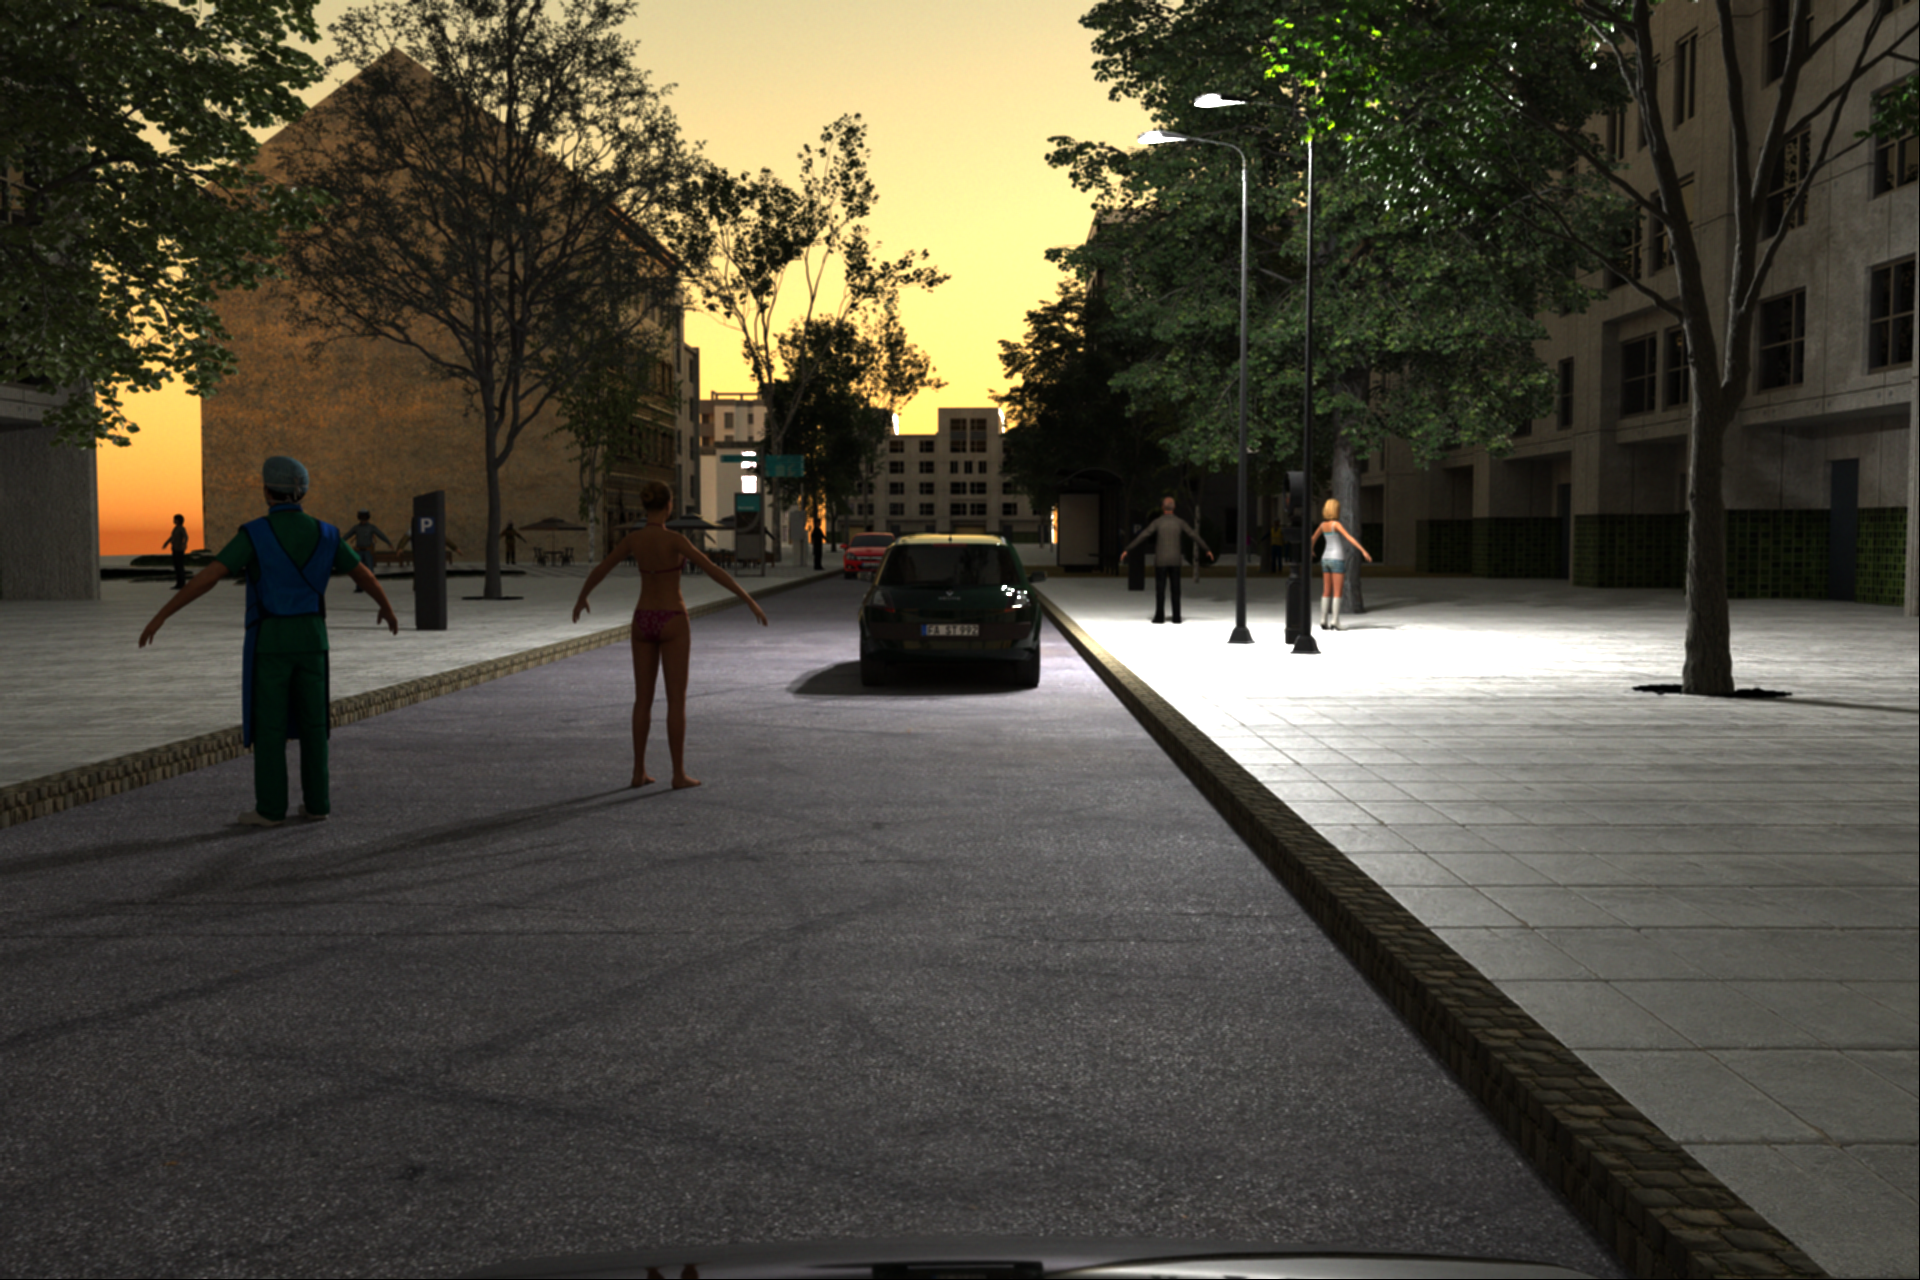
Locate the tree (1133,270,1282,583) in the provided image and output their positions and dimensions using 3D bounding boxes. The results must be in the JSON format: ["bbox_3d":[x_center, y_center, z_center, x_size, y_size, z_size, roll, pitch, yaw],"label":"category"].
[{"bbox_3d":[6.322,-5.818,45.493,4.737,8.622,4.395,0,3,0],"label":"tree"}]

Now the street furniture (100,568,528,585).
[{"bbox_3d":[-28.162,-2.954,53.326,27.439,1.986,14.083,1,4,21],"label":"street furniture"}]

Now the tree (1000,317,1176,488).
[{"bbox_3d":[7.267,-11.270,94.636,12.009,13.543,11.850,0,3,0],"label":"tree"}]

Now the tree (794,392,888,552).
[{"bbox_3d":[-8.907,-12.059,122.918,9.928,11.665,9.643,0,3,0],"label":"tree"}]

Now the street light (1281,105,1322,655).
[{"bbox_3d":[4.249,-2.804,18.391,1.470,5.913,1.316,0,4,0],"label":"street light"}]

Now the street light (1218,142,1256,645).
[{"bbox_3d":[3.830,-2.909,20.095,1.470,5.913,1.316,0,4,0],"label":"street light"}]

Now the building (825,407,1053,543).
[{"bbox_3d":[-2.491,-23.220,248.556,31.486,18.905,16.747,0,4,4],"label":"building"}]

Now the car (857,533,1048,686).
[{"bbox_3d":[-0.083,-0.486,17.735,2.009,1.686,4.222,0,4,0],"label":"car"}]

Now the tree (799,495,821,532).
[{"bbox_3d":[-21.411,-18.082,245.997,4.737,8.622,4.395,0,3,0],"label":"tree"}]

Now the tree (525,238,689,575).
[{"bbox_3d":[-9.239,-5.742,44.245,4.737,8.622,4.395,0,3,0],"label":"tree"}]

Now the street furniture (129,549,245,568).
[{"bbox_3d":[-29.951,-3.356,70.494,5.734,0.657,10.072,0,4,-5],"label":"street furniture"}]

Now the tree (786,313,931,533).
[{"bbox_3d":[-9.374,-17.975,149.776,12.611,20.169,13.585,0,3,0],"label":"tree"}]

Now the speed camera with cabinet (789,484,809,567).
[{"bbox_3d":[-6.371,-4.541,68.580,0.660,3.252,2.038,0,3,0],"label":"speed camera with cabinet"}]

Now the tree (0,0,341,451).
[{"bbox_3d":[-9.555,-5.915,14.833,7.486,12.596,7.792,0,3,0],"label":"tree"}]

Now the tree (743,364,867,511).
[{"bbox_3d":[-8.179,-9.716,93.263,7.601,10.594,8.767,-3,5,-43],"label":"tree"}]

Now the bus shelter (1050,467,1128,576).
[{"bbox_3d":[4.061,-3.755,55.324,2.014,3.302,5.546,0,4,-1],"label":"bus shelter"}]

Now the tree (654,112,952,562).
[{"bbox_3d":[-7.147,-13.561,77.617,12.611,20.169,13.585,0,3,0],"label":"tree"}]

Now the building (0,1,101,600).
[{"bbox_3d":[-25.328,-9.257,17.809,16.747,18.905,31.486,0,4,0],"label":"building"}]

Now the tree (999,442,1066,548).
[{"bbox_3d":[7.621,-14.168,157.404,9.928,11.665,9.643,0,3,0],"label":"tree"}]

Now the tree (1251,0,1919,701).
[{"bbox_3d":[6.069,-5.379,13.702,9.928,11.665,9.643,0,3,0],"label":"tree"}]

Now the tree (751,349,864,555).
[{"bbox_3d":[-9.195,-11.503,106.195,7.486,12.596,7.792,0,3,0],"label":"tree"}]

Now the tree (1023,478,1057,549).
[{"bbox_3d":[7.263,-12.096,148.128,4.737,8.622,4.395,0,3,0],"label":"tree"}]

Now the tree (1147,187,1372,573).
[{"bbox_3d":[10.056,-8.536,57.683,7.486,12.596,7.792,0,3,0],"label":"tree"}]

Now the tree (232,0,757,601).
[{"bbox_3d":[-9.026,-7.537,33.598,12.009,13.543,11.850,0,3,0],"label":"tree"}]

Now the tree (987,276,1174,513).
[{"bbox_3d":[6.444,-10.812,83.438,9.857,13.997,8.962,0,3,0],"label":"tree"}]

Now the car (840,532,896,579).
[{"bbox_3d":[-2.803,-2.903,56.497,2.155,1.783,4.494,0,3,0],"label":"car"}]

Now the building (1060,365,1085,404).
[{"bbox_3d":[26.126,-22.614,213.716,27.936,21.610,32.646,0,4,0],"label":"building"}]

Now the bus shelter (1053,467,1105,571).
[{"bbox_3d":[4.383,-4.441,63.899,1.731,3.624,6.357,0,4,1],"label":"bus shelter"}]

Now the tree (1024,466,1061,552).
[{"bbox_3d":[6.508,-10.546,122.784,4.360,8.622,3.978,0,3,0],"label":"tree"}]

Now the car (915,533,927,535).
[{"bbox_3d":[-2.249,-6.185,109.915,1.959,1.807,4.718,0,4,0],"label":"car"}]

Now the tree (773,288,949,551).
[{"bbox_3d":[-7.635,-16.968,133.308,12.611,20.169,13.585,0,3,0],"label":"tree"}]

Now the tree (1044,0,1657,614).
[{"bbox_3d":[6.120,-7.404,27.705,9.857,13.997,8.962,0,3,0],"label":"tree"}]

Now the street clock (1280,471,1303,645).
[{"bbox_3d":[3.886,-0.949,20.081,0.358,2.002,0.471,0,3,0],"label":"street clock"}]

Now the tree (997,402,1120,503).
[{"bbox_3d":[6.341,-10.482,105.787,8.767,10.594,7.601,0,4,6],"label":"tree"}]

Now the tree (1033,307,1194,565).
[{"bbox_3d":[6.811,-8.406,71.844,8.767,10.594,7.601,1,4,20],"label":"tree"}]
